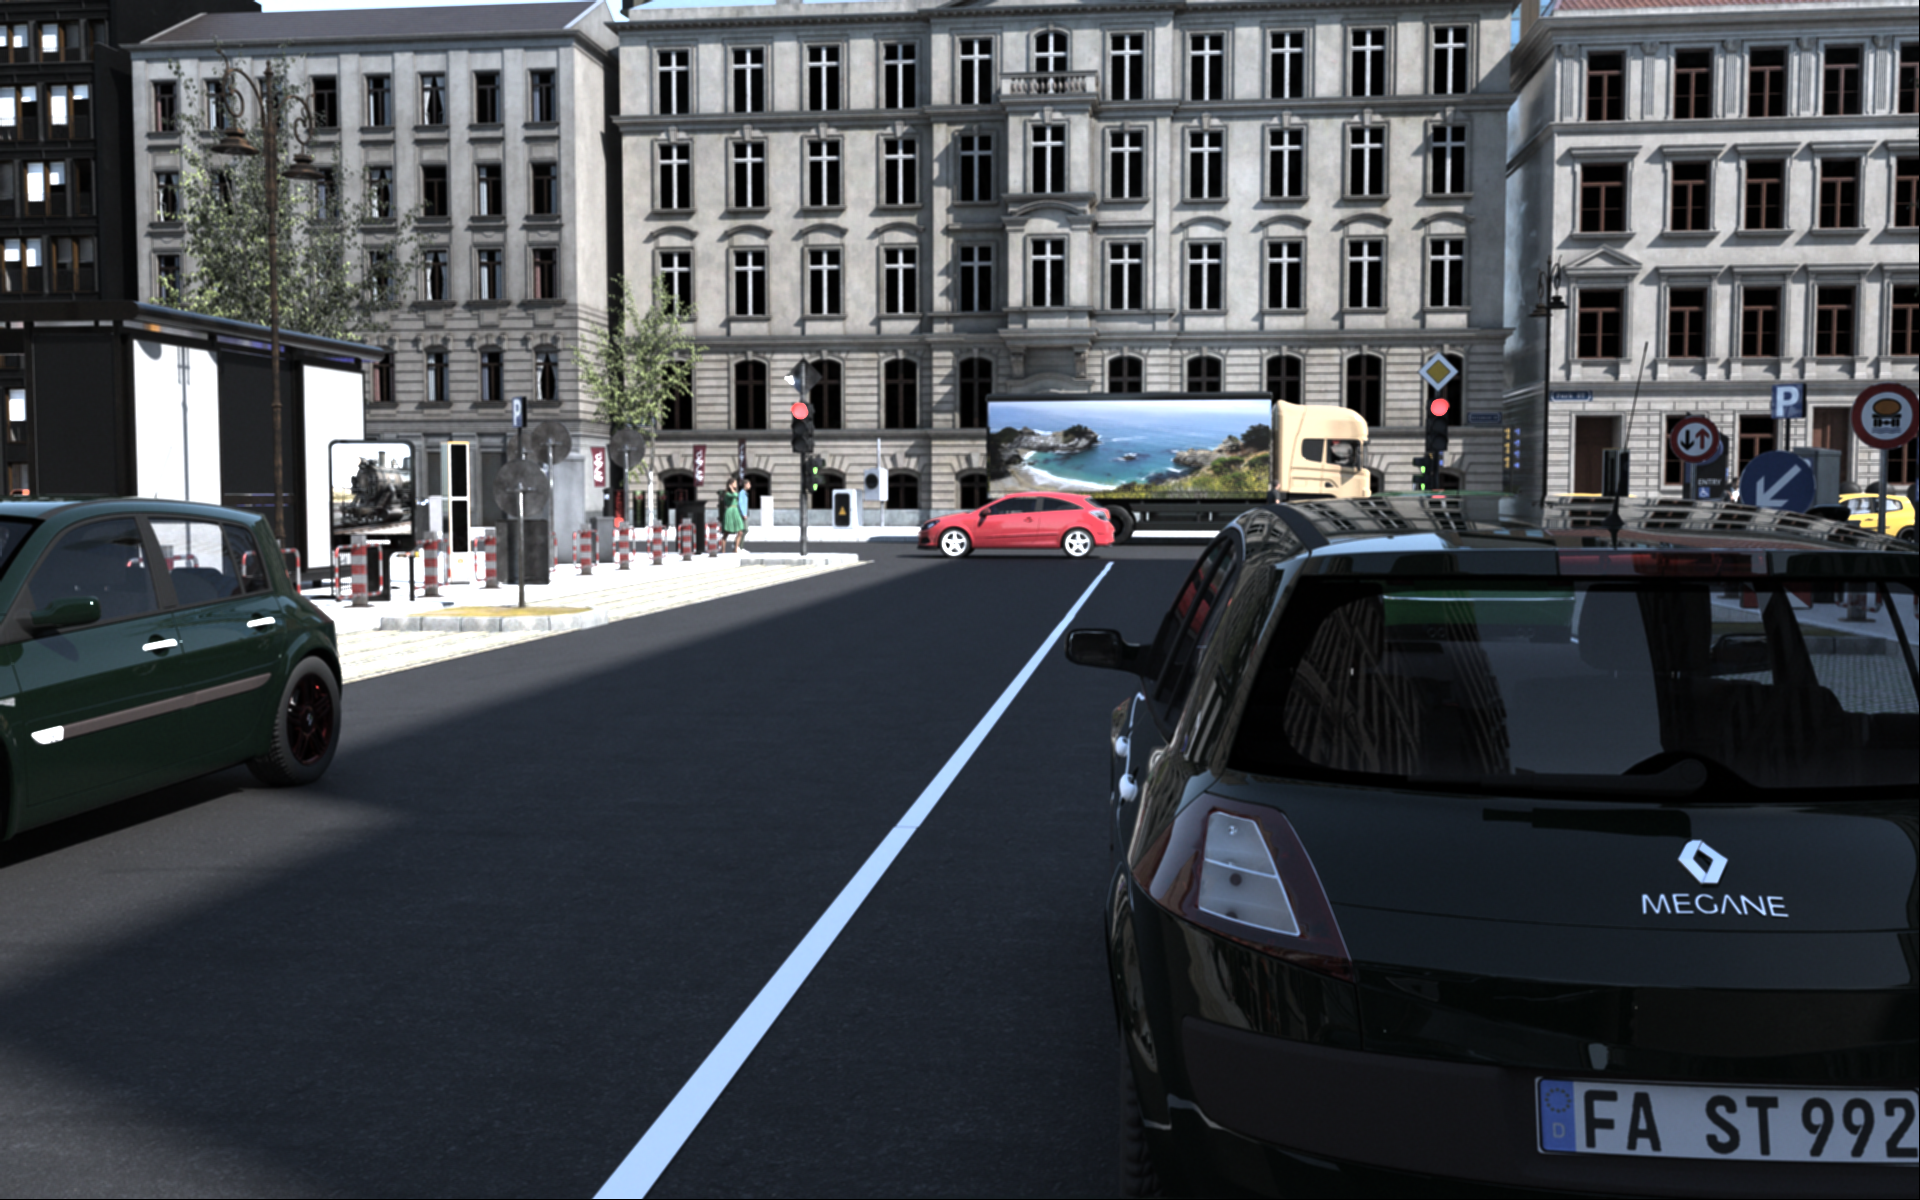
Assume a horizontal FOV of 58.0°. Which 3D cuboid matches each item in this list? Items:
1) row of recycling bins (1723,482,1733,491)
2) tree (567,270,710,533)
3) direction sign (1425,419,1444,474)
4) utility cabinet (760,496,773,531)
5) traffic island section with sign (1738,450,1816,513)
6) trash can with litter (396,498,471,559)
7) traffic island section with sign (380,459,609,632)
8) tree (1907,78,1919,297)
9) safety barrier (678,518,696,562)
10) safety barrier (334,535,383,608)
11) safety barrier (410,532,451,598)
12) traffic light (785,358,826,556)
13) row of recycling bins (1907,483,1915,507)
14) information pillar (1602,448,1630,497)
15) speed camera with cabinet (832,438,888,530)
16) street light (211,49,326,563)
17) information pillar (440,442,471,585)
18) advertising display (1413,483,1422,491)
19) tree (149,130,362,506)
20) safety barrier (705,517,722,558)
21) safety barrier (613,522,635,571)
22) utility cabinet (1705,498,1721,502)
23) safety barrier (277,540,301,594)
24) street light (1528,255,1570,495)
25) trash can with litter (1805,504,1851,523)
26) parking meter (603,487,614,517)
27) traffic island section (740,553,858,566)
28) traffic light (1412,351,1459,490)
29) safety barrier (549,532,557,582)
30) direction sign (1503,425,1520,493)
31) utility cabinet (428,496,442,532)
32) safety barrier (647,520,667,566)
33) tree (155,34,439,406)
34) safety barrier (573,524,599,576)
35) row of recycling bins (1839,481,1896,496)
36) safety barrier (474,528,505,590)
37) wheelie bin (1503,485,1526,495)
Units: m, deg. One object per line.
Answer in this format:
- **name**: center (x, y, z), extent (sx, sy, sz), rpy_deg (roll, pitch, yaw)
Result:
- **row of recycling bins**: center (23.796, -2.738, 51.881), extent (1.069, 1.692, 3.534), rpy_deg (0, 4, 3)
- **tree**: center (-10.340, -6.478, 56.286), extent (4.737, 8.622, 4.395), rpy_deg (0, 3, 0)
- **direction sign**: center (14.325, -3.691, 52.341), extent (0.876, 3.537, 0.379), rpy_deg (-3, 5, -39)
- **utility cabinet**: center (-6.701, -2.996, 60.147), extent (0.306, 1.237, 1.020), rpy_deg (0, 4, 3)
- **traffic island section with sign**: center (7.333, -0.473, 16.367), extent (1.989, 1.847, 2.006), rpy_deg (0, 4, 7)
- **trash can with litter**: center (-10.715, -1.494, 35.483), extent (1.678, 1.210, 2.233), rpy_deg (1, 4, 22)
- **traffic island section with sign**: center (-4.933, -0.623, 18.807), extent (1.989, 1.847, 2.006), rpy_deg (0, 4, 7)
- **tree**: center (17.230, -4.743, 27.917), extent (4.360, 8.622, 3.978), rpy_deg (0, 3, 0)
- **safety barrier**: center (-5.184, -1.138, 32.888), extent (0.300, 0.817, 1.120), rpy_deg (0, 4, 7)
- **safety barrier**: center (-6.764, -0.320, 19.502), extent (0.300, 0.817, 1.120), rpy_deg (0, 4, 7)
- **safety barrier**: center (-6.541, -0.437, 21.421), extent (0.300, 0.817, 1.120), rpy_deg (0, 4, 7)
- **traffic light**: center (-3.217, -2.864, 35.744), extent (0.839, 4.253, 0.868), rpy_deg (0, 4, 7)
- **row of recycling bins**: center (31.036, -2.940, 55.190), extent (1.069, 1.692, 3.534), rpy_deg (1, 4, 13)
- **information pillar**: center (10.515, -1.426, 27.805), extent (0.304, 2.012, 0.304), rpy_deg (-2, 4, -35)
- **speed camera with cabinet**: center (-3.583, -4.129, 61.850), extent (2.038, 3.252, 0.660), rpy_deg (2, 4, 30)
- **street light**: center (-7.371, -2.804, 18.636), extent (0.468, 5.910, 1.993), rpy_deg (0, 4, 7)
- **information pillar**: center (-7.133, -1.224, 24.499), extent (0.304, 2.012, 0.304), rpy_deg (-3, 4, -37)
- **advertising display**: center (15.632, -3.304, 59.232), extent (0.123, 1.923, 0.974), rpy_deg (0, 4, 4)
- **tree**: center (-14.596, -5.212, 35.578), extent (4.737, 8.622, 4.395), rpy_deg (0, 3, 0)
- **safety barrier**: center (-4.962, -1.255, 34.792), extent (0.300, 0.817, 1.120), rpy_deg (0, 4, 7)
- **safety barrier**: center (-5.635, -0.905, 29.065), extent (0.300, 0.817, 1.120), rpy_deg (0, 4, 7)
- **utility cabinet**: center (10.624, -0.825, 24.646), extent (0.306, 1.237, 1.020), rpy_deg (1, 4, 21)
- **safety barrier**: center (-6.990, -0.203, 17.599), extent (0.300, 0.817, 1.120), rpy_deg (0, 4, 7)
- **street light**: center (11.403, -3.724, 33.675), extent (0.468, 5.910, 1.993), rpy_deg (0, 4, 7)
- **trash can with litter**: center (10.193, -0.569, 20.691), extent (0.624, 1.170, 1.055), rpy_deg (1, 4, 9)
- **parking meter**: center (-12.238, -3.172, 60.278), extent (0.372, 1.533, 0.369), rpy_deg (0, 3, 0)
- **traffic island section**: center (-3.256, -0.832, 35.883), extent (2.009, 0.180, 2.903), rpy_deg (0, 4, 7)
- **traffic light**: center (9.409, -2.774, 34.275), extent (0.839, 4.253, 0.868), rpy_deg (0, 4, 7)
- **safety barrier**: center (-6.085, -0.672, 25.256), extent (0.300, 0.817, 1.120), rpy_deg (0, 4, 7)
- **direction sign**: center (18.101, -3.970, 56.899), extent (0.876, 3.537, 0.379), rpy_deg (-3, 4, -37)
- **utility cabinet**: center (-17.433, -2.899, 58.563), extent (1.020, 1.237, 0.306), rpy_deg (1, 4, 11)
- **safety barrier**: center (-5.412, -1.022, 30.983), extent (0.300, 0.817, 1.120), rpy_deg (0, 4, 7)
- **tree**: center (-11.041, -4.769, 28.341), extent (4.360, 8.622, 3.978), rpy_deg (0, 3, 0)
- **safety barrier**: center (-5.864, -0.788, 27.162), extent (0.300, 0.817, 1.120), rpy_deg (0, 4, 7)
- **row of recycling bins**: center (27.954, -2.957, 55.459), extent (3.534, 1.692, 1.069), rpy_deg (1, 4, 20)
- **safety barrier**: center (-6.314, -0.554, 23.338), extent (0.300, 0.817, 1.120), rpy_deg (0, 4, 7)
- **wheelie bin**: center (19.419, -3.241, 60.897), extent (0.693, 1.594, 0.980), rpy_deg (-3, 4, -36)
